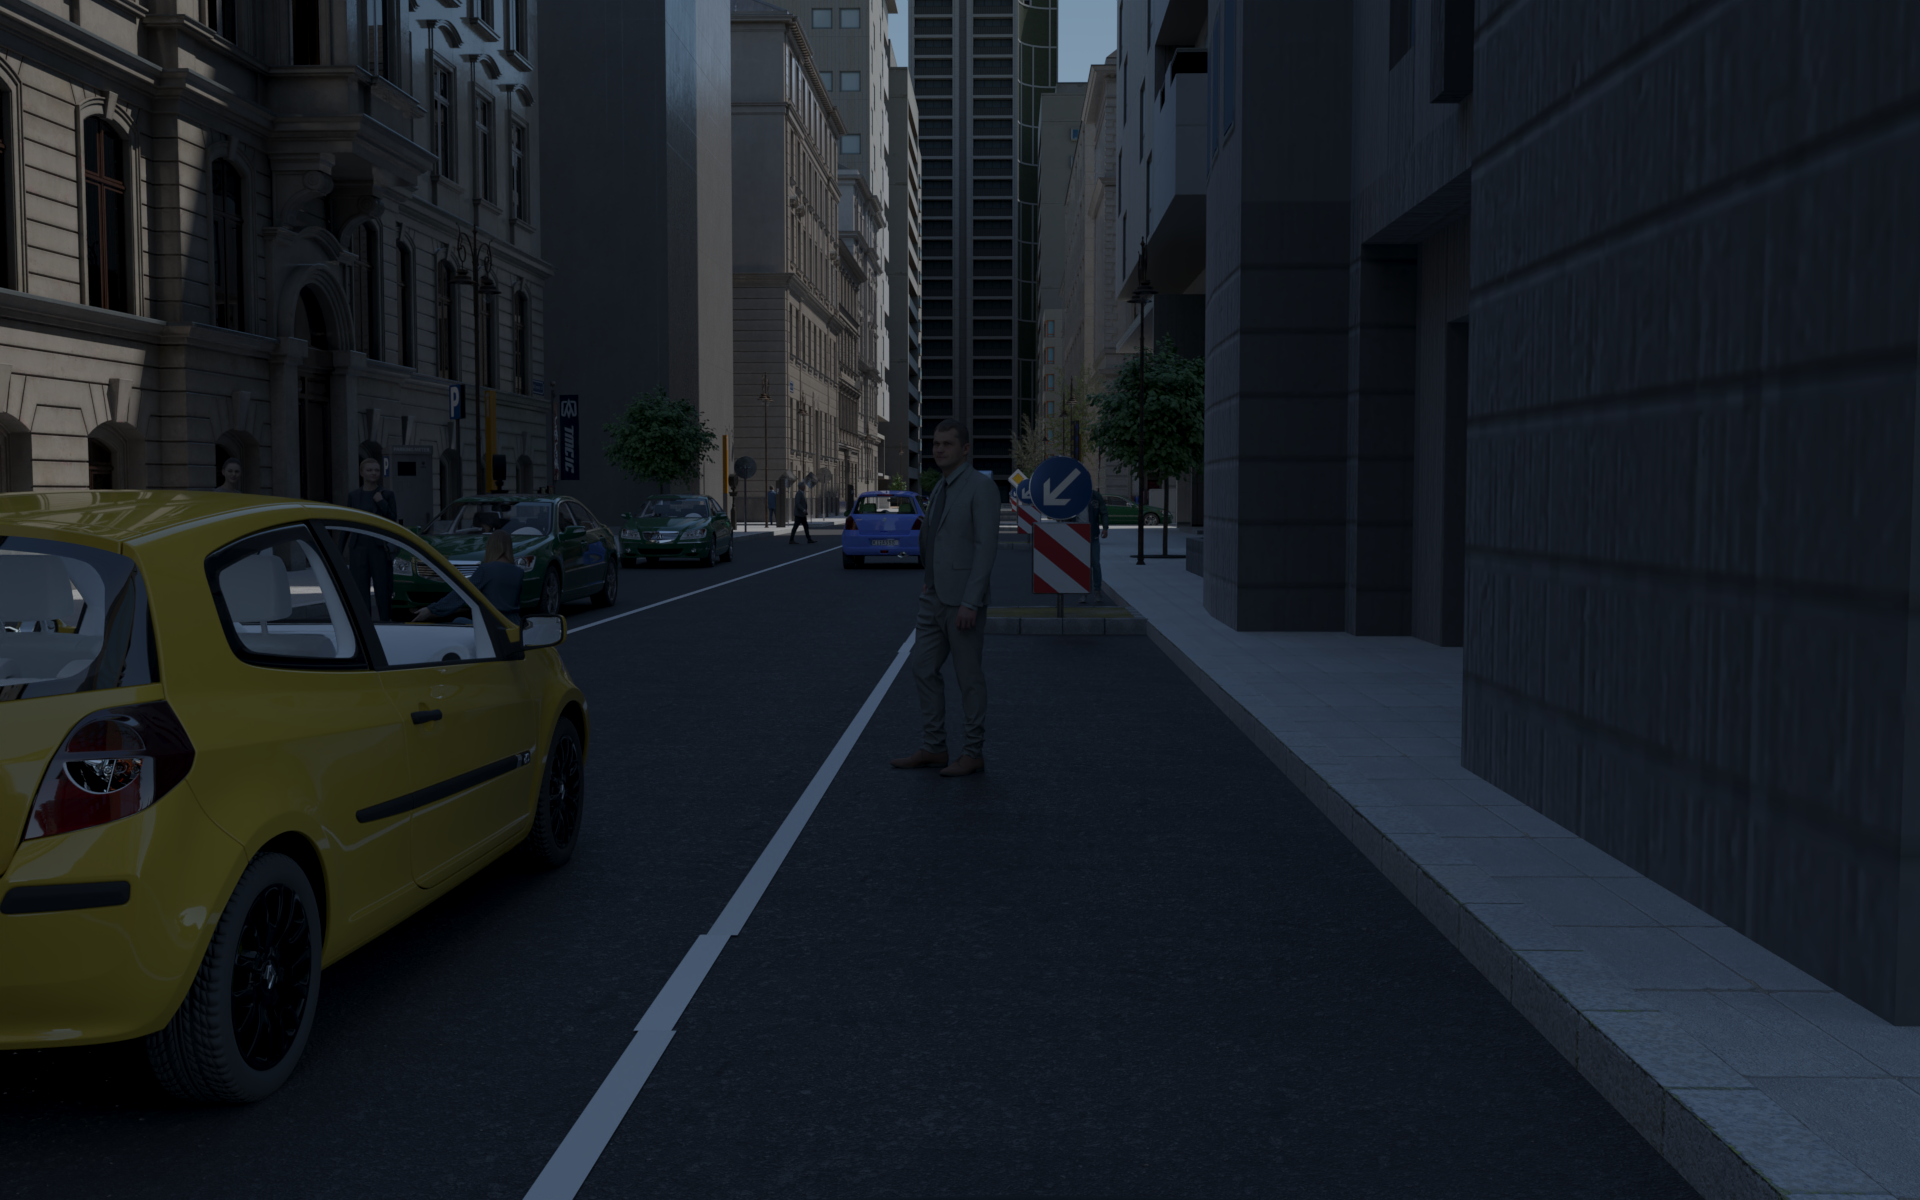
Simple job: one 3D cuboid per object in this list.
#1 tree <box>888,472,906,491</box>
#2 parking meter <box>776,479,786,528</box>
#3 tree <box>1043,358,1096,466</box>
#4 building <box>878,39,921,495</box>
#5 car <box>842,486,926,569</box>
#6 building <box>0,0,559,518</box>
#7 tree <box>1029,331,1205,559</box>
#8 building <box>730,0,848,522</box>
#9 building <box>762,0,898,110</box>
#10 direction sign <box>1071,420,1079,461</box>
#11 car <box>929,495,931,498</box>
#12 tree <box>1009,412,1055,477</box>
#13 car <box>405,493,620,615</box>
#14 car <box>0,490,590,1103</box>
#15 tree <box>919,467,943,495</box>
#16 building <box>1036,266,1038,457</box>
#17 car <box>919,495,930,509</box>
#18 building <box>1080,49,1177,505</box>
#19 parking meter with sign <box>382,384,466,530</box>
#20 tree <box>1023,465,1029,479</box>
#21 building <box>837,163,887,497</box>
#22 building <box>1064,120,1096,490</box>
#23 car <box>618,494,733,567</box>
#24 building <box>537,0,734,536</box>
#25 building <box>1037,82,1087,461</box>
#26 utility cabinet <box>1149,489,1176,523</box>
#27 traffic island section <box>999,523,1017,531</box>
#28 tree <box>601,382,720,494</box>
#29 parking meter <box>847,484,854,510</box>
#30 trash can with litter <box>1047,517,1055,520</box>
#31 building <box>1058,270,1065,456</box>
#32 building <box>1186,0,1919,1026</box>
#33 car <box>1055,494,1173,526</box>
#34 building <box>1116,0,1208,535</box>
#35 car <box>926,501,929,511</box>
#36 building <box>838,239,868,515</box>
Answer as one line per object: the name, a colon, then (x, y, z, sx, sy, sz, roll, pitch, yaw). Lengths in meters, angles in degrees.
tree: (-5.591, -9.642, 152.250, 1.663, 3.219, 1.824, 0, 3, 0)
parking meter: (-6.856, -3.700, 66.209, 0.255, 1.863, 0.399, -2, 4, -33)
tree: (6.384, -8.827, 94.684, 4.737, 8.622, 4.395, 0, 3, 0)
building: (-15.720, -34.605, 189.500, 21.300, 48.544, 21.600, 0, 4, 2)
car: (-1.383, -1.525, 34.528, 1.945, 1.707, 3.694, 0, 4, 1)
building: (-16.802, -12.881, 29.696, 14.460, 24.649, 34.723, 0, 4, 2)
tree: (4.193, -3.130, 34.896, 4.285, 4.588, 4.351, 0, 3, 0)
building: (-13.080, -17.878, 89.569, 12.463, 27.353, 25.104, 0, 4, 2)
building: (-20.904, -35.215, 165.003, 28.713, 52.752, 27.495, 0, 4, 2)
direction sign: (3.540, -3.755, 53.395, 0.379, 3.537, 0.876, -1, 4, -12)
car: (-2.160, -9.318, 161.947, 1.945, 1.707, 3.694, 0, 4, 1)
tree: (6.494, -12.487, 154.523, 4.360, 8.622, 3.978, 0, 3, 0)
car: (-5.378, -0.547, 20.748, 2.131, 1.459, 4.920, 0, 4, 2)
car: (-2.403, 0.287, 5.531, 2.015, 1.641, 3.980, 0, 4, 2)
tree: (-3.455, -13.743, 208.415, 4.285, 4.588, 4.351, 0, 3, 0)
building: (16.597, -27.362, 219.076, 14.160, 30.474, 14.107, 0, 4, 2)
car: (-3.027, -7.450, 134.392, 1.945, 1.354, 3.894, 0, 4, 0)
building: (15.851, -15.460, 81.650, 19.941, 23.489, 11.050, 0, 4, 2)
parking meter with sign: (-8.687, -1.892, 27.194, 1.738, 3.016, 0.543, -2, 4, -34)
tree: (7.099, -10.774, 159.873, 4.285, 4.588, 4.351, 0, 3, 0)
building: (-13.282, -21.144, 133.087, 14.401, 28.519, 23.554, 0, 4, 2)
building: (17.132, -18.988, 114.975, 19.350, 26.468, 34.151, 0, 4, 2)
car: (-5.742, -1.443, 35.394, 2.131, 1.459, 4.920, 0, 4, 0)
building: (-23.651, -14.747, 60.186, 30.058, 24.678, 14.314, 0, 4, 2)
building: (19.826, -35.285, 200.609, 21.300, 48.544, 21.600, 0, 4, 2)
utility cabinet: (8.918, -4.139, 76.352, 1.173, 1.500, 0.318, -1, 4, -19)
traffic island section: (2.312, -2.819, 68.379, 2.009, 0.180, 2.903, 0, 4, 2)
tree: (-8.668, -4.079, 50.403, 4.285, 4.588, 4.351, 0, 3, 0)
parking meter: (-6.533, -5.986, 103.581, 0.255, 1.863, 0.399, 2, 4, 30)
trash can with litter: (4.744, -4.591, 86.446, 0.624, 1.170, 1.055, -2, 4, -30)
building: (13.156, -17.876, 141.419, 9.793, 20.994, 18.267, 0, 4, 2)
building: (13.122, -28.995, 16.070, 21.231, 58.520, 28.212, 0, 4, 2)
car: (6.395, -3.681, 71.978, 4.920, 1.459, 2.131, 0, 4, 1)
building: (18.979, -28.296, 51.886, 28.713, 52.752, 27.495, 0, 4, 2)
car: (-0.659, -4.679, 85.302, 1.959, 1.807, 4.718, 0, 4, 3)
building: (-11.974, -15.127, 111.952, 10.561, 19.102, 19.286, 0, 4, 2)
